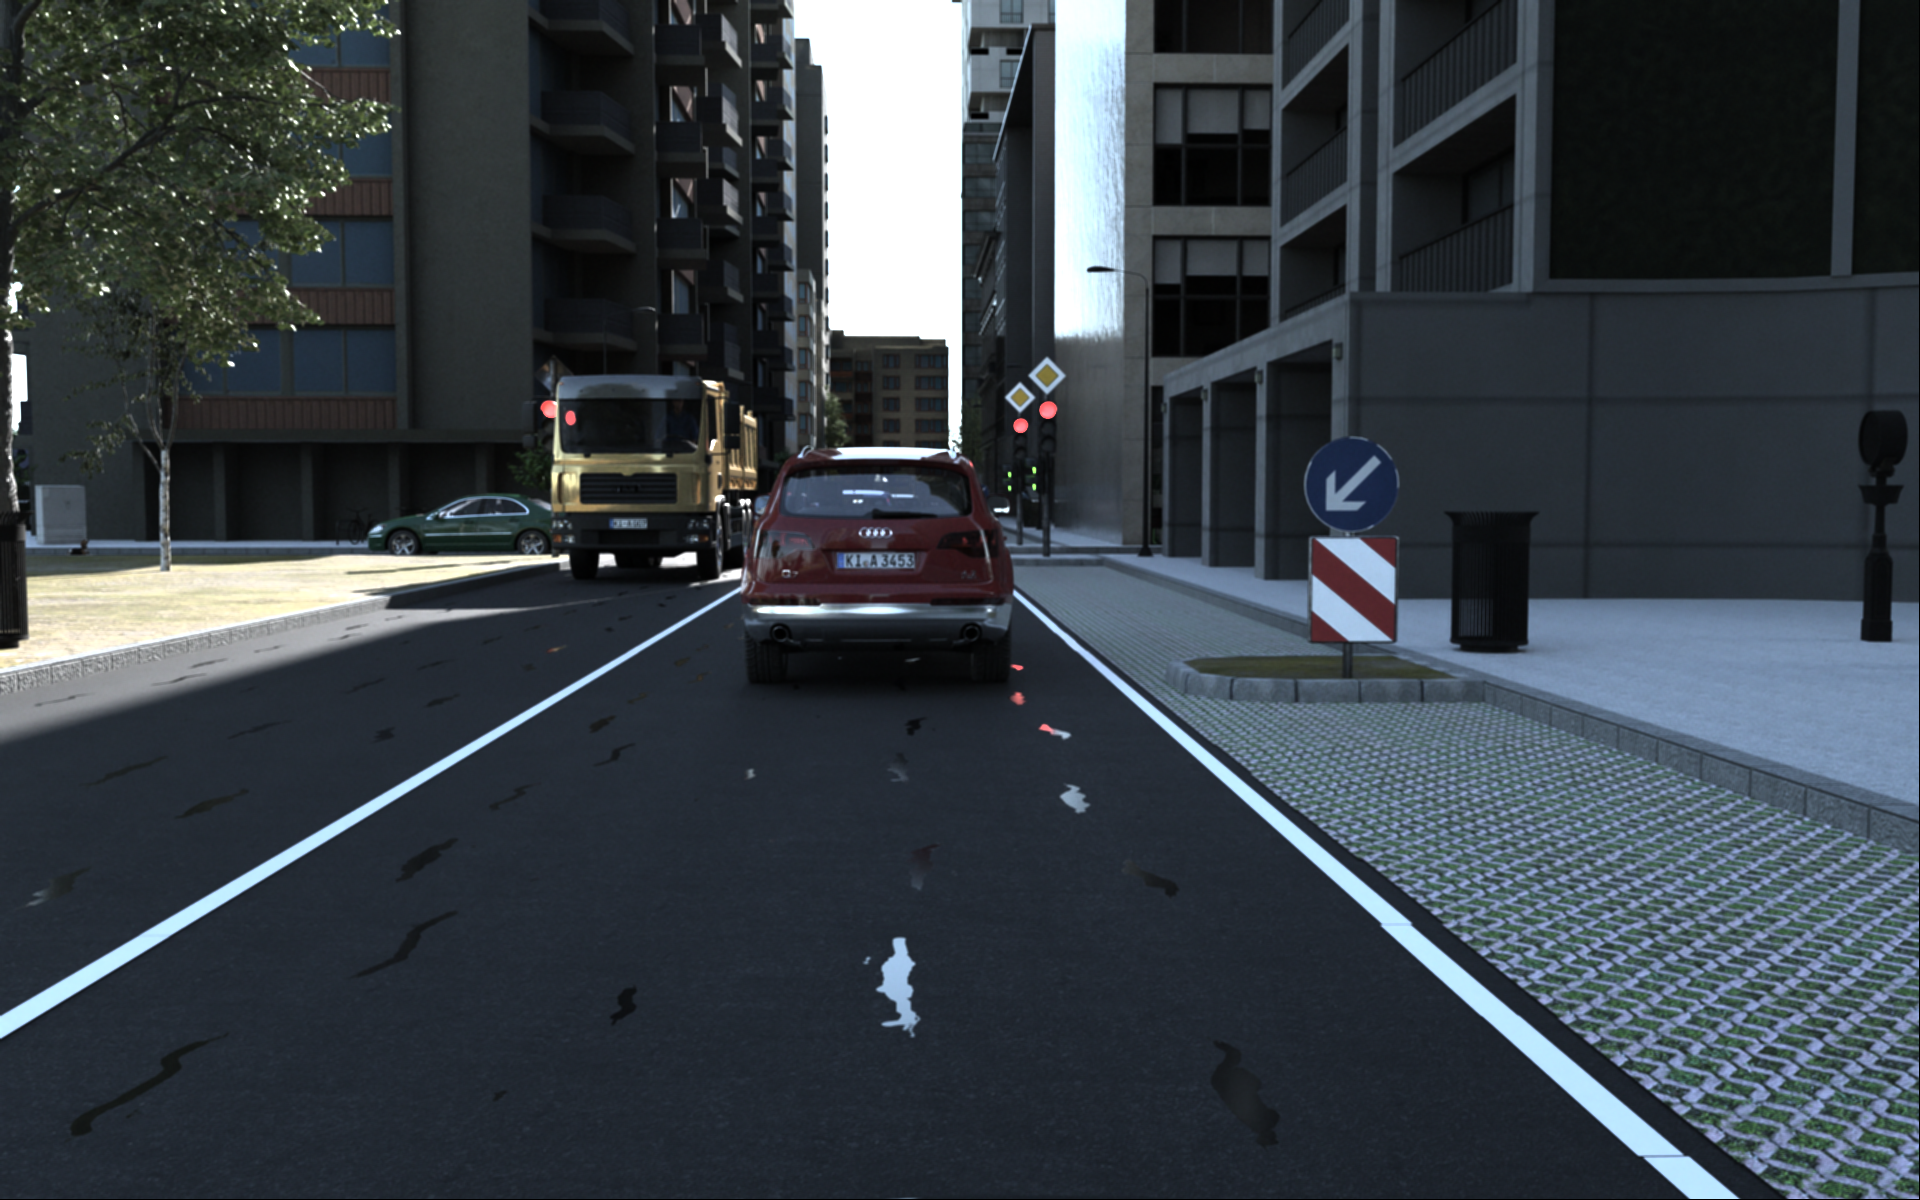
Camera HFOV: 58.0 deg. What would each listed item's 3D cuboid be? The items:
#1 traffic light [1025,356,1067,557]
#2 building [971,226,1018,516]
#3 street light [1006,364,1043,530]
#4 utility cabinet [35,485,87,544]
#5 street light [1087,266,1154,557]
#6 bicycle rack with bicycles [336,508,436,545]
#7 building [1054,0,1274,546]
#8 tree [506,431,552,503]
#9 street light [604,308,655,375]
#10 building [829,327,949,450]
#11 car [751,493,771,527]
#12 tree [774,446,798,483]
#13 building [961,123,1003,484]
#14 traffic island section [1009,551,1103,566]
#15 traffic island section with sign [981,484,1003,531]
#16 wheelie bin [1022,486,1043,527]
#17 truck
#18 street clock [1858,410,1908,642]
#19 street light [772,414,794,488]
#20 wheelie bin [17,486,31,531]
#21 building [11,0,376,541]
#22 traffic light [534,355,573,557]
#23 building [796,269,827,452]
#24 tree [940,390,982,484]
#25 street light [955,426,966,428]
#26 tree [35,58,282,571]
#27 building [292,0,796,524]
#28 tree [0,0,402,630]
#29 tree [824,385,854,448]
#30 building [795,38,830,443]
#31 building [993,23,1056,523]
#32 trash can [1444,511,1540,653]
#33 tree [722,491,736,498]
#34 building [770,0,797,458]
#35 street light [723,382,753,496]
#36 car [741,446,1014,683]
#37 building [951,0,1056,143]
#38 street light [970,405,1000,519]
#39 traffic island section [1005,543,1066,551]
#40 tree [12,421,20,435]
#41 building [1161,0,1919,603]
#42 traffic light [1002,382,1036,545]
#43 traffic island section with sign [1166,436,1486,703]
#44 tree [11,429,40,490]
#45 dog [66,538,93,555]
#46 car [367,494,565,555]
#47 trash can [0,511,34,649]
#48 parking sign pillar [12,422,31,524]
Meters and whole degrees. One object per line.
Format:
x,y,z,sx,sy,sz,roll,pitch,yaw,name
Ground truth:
1.754,-2.845,35.430,0.839,4.253,0.868,0,4,-2,traffic light
6.380,-14.958,109.191,10.561,19.102,19.286,0,4,-2,building
2.346,-5.481,62.151,1.470,5.913,1.316,0,4,-2,street light
-22.848,-2.162,44.034,0.318,1.500,1.173,2,4,28,utility cabinet
3.278,-3.849,35.469,1.470,5.913,1.316,0,4,-2,street light
-14.655,-1.911,44.632,2.852,0.926,2.925,0,4,2,bicycle rack with bicycles
20.706,-15.167,52.494,34.151,26.468,19.350,0,4,-2,building
-9.948,-2.895,41.935,1.663,3.219,1.824,0,3,0,tree
-8.298,-4.326,43.275,1.470,5.913,1.316,0,4,-2,street light
-16.151,-22.659,215.507,28.899,21.520,27.650,0,4,-2,building
-5.542,-2.802,54.846,2.155,1.783,4.494,0,4,0,car
-11.777,-8.146,116.902,4.285,4.588,4.351,0,3,0,tree
7.039,-22.410,138.111,14.160,30.474,14.107,0,4,-2,building
1.795,-0.811,35.545,2.009,0.180,2.903,0,4,-2,traffic island section
0.673,-3.655,68.395,1.989,1.847,2.006,0,4,-2,traffic island section with sign
2.745,-3.593,66.657,0.980,1.594,0.693,-2,4,-32,wheelie bin
-5.352,-2.164,31.304,3.469,3.379,9.791,0,4,-2,truck
7.999,-0.642,15.061,0.358,2.002,0.471,0,4,6,street clock
-10.315,-7.834,100.625,1.470,5.913,1.316,0,4,-2,street light
-32.958,-3.222,60.587,0.980,1.594,0.693,-3,5,-43,wheelie bin
-19.261,-24.735,59.043,22.147,44.769,28.867,0,4,-2,building
-8.201,-2.823,35.074,0.839,4.253,0.868,0,4,-2,traffic light
-25.830,-18.479,147.178,27.650,21.520,28.899,0,4,-2,building
1.634,-10.792,126.808,4.737,8.622,4.395,0,3,0,tree
0.365,-8.926,118.480,1.470,5.913,1.316,0,4,-2,street light
-13.391,-4.805,28.932,4.360,8.622,3.978,0,3,0,tree
-20.789,-27.028,96.526,22.147,44.769,28.867,0,4,-2,building
-8.930,-6.017,16.502,7.486,12.596,7.792,0,3,0,tree
-13.959,-15.267,167.740,7.486,12.596,7.792,0,3,0,tree
-24.709,-34.139,181.874,21.600,48.544,21.300,0,4,-2,building
9.515,-16.234,84.488,14.314,24.678,30.058,0,4,-2,building
4.335,-0.153,14.163,0.748,1.137,0.748,0,3,0,trash can
-10.646,-5.230,80.109,1.663,3.219,1.824,0,3,0,tree
-19.173,-29.042,124.954,14.600,45.320,14.200,0,4,-2,building
-9.308,-6.092,72.151,1.470,5.913,1.316,0,4,-2,street light
-0.669,-0.369,14.704,2.281,1.827,5.304,0,4,-2,car
13.936,-34.857,159.151,28.713,52.752,27.495,0,4,-2,building
1.344,-7.203,90.311,1.470,5.913,1.316,0,4,-2,street light
1.521,-1.299,43.526,2.009,0.180,2.903,0,4,-2,traffic island section
-40.784,-5.608,75.410,4.285,4.588,4.351,0,3,0,tree
14.740,-35.815,23.821,20.563,71.187,20.611,0,4,-2,building
1.480,-3.333,43.410,0.839,4.253,0.868,0,4,-2,traffic light
2.576,-0.252,12.746,1.989,1.847,2.006,0,4,-2,traffic island section with sign
-24.353,-2.991,43.508,1.663,3.219,1.824,0,3,0,tree
-20.338,-1.214,40.045,0.550,0.427,0.748,-3,5,-43,dog
-10.673,-1.634,38.518,4.920,1.459,2.131,0,4,-1,car
-8.145,-0.173,14.479,0.748,1.137,0.748,0,3,0,trash can
-34.477,-4.630,64.165,1.447,3.967,1.447,2,4,27,parking sign pillar
